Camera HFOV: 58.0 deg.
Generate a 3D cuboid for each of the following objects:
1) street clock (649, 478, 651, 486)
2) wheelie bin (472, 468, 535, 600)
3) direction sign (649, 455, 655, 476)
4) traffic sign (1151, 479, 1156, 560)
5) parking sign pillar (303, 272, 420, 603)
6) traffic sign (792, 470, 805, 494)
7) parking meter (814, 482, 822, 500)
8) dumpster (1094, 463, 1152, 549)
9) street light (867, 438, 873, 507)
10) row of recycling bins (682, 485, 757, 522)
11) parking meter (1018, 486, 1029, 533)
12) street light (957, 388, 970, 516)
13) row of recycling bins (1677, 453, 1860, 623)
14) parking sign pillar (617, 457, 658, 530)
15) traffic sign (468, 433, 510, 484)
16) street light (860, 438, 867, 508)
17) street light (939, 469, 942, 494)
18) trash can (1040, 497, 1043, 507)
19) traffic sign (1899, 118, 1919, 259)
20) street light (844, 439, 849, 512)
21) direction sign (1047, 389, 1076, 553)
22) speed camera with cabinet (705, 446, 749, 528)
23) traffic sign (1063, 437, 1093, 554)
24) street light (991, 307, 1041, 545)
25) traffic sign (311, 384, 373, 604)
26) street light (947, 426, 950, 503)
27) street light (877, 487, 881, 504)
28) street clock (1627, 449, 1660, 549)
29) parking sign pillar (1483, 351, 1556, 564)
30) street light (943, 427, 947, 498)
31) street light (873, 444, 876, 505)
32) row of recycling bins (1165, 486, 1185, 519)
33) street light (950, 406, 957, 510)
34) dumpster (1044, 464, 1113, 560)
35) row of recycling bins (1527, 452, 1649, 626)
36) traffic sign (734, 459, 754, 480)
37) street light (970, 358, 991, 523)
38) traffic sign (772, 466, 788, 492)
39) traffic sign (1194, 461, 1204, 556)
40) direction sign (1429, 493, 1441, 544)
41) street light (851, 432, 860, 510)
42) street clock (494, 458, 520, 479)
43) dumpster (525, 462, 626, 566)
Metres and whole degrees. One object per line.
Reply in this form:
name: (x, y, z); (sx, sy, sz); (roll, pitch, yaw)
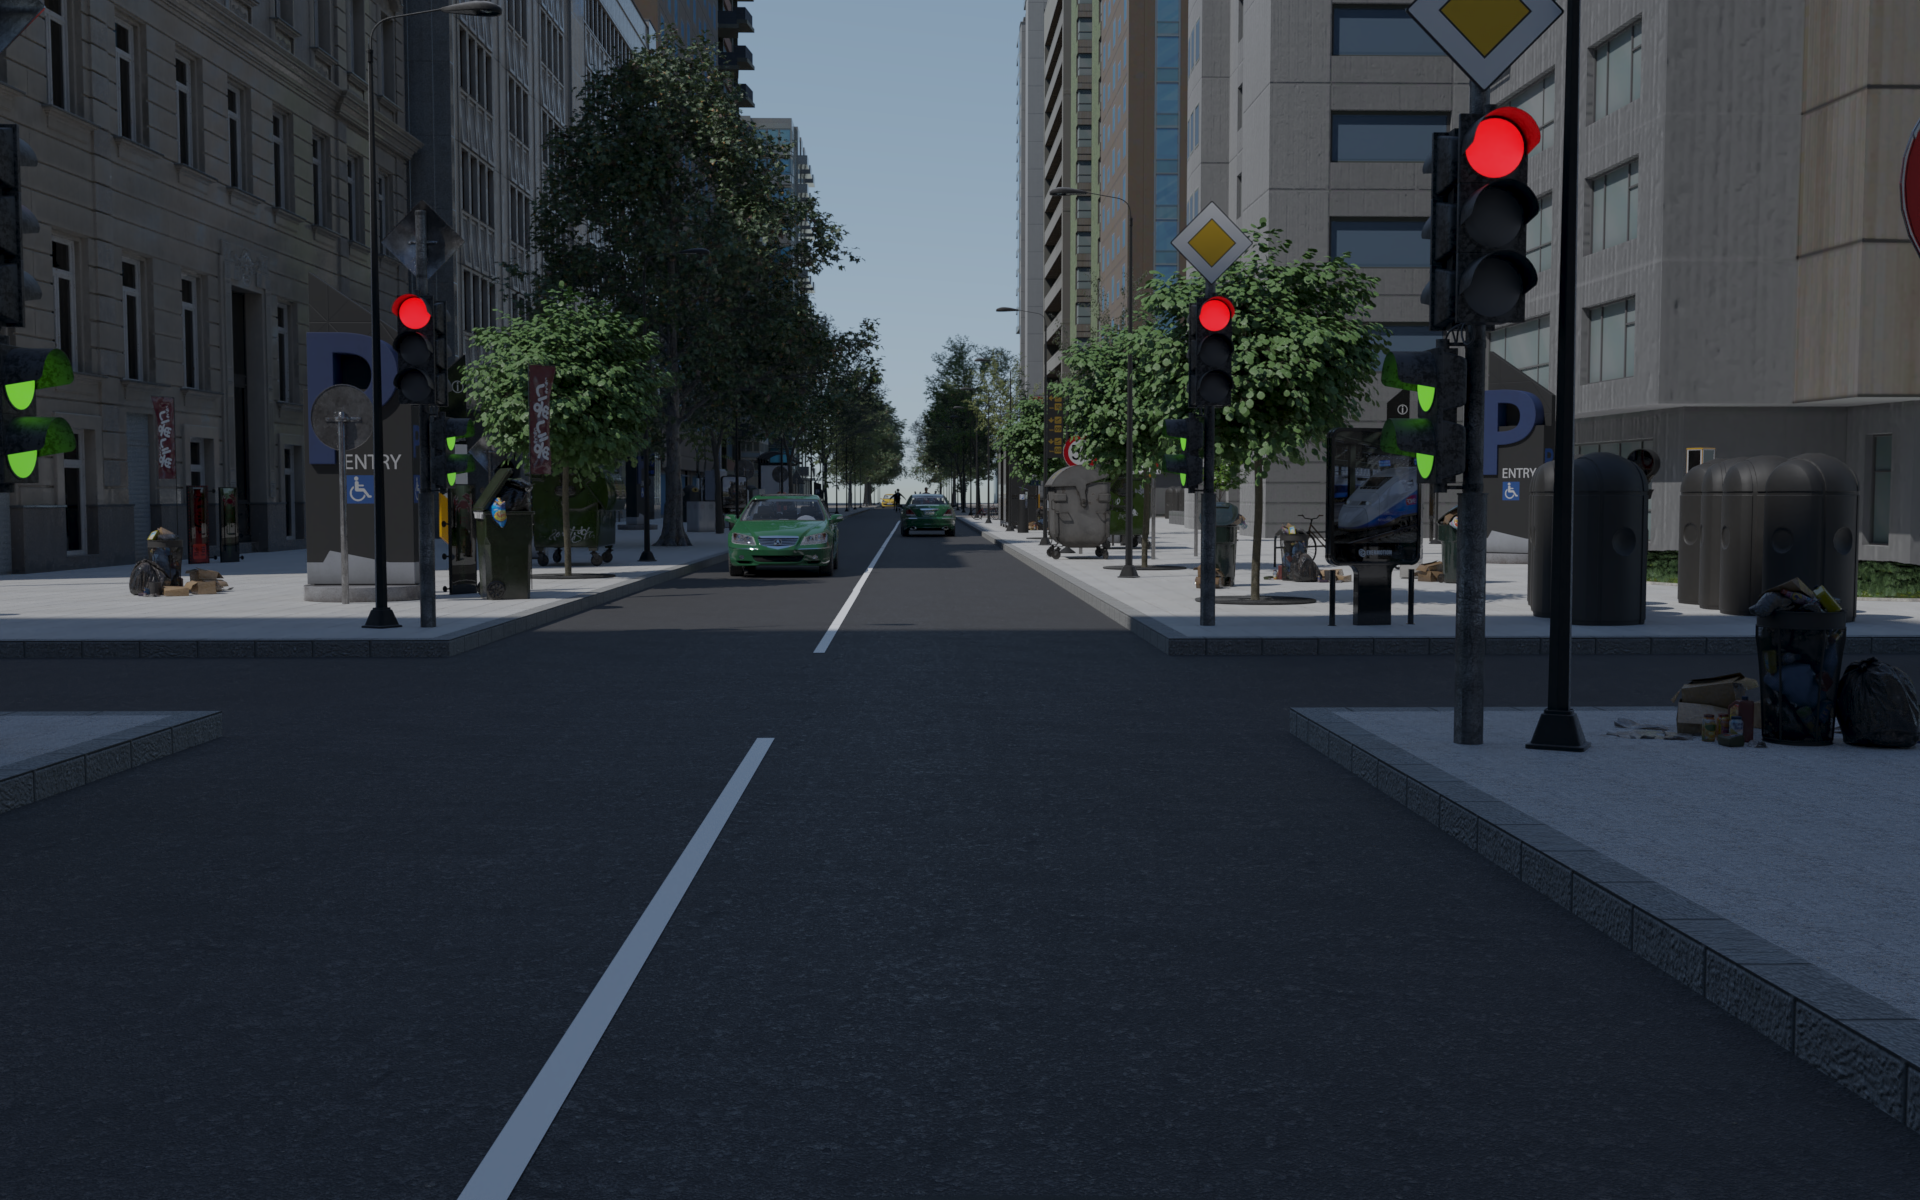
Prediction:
street clock: (-12.307, -3.852, 67.552); (0.471, 2.002, 0.358); (1, 4, 13)
wheelie bin: (-5.583, -0.816, 21.252); (0.693, 1.594, 0.980); (-2, 4, -26)
direction sign: (-13.641, -5.072, 74.928); (0.876, 3.537, 0.379); (-1, 4, -8)
traffic sign: (3.787, -2.064, 33.858); (0.768, 2.556, 0.104); (0, 4, 6)
parking sign pillar: (-7.246, -1.992, 21.038); (1.447, 3.967, 1.447); (0, 4, -1)
traffic sign: (-8.697, -5.634, 92.124); (0.884, 2.594, 0.081); (0, 4, 5)
parking meter: (-6.753, -4.687, 82.344); (0.399, 1.863, 0.255); (0, 4, 1)
dumpster: (3.770, -2.339, 40.730); (1.502, 2.255, 1.985); (0, 4, -1)
street light: (-8.142, -10.433, 143.121); (1.470, 5.913, 1.316); (0, 4, -1)
row of recycling bins: (-10.930, -4.398, 79.026); (3.534, 1.692, 1.069); (-1, 4, -11)
parking meter: (2.083, -2.980, 57.126); (0.372, 1.533, 0.369); (0, 3, 0)
street light: (0.709, -6.305, 75.632); (1.470, 5.913, 1.316); (0, 4, -1)
row of recycling bins: (8.686, -0.717, 18.834); (1.069, 1.692, 3.534); (0, 4, 6)
parking sign pillar: (-11.647, -4.526, 62.471); (1.447, 3.967, 1.447); (1, 4, 9)
traffic sign: (-8.342, -1.808, 30.750); (0.795, 2.450, 0.064); (0, 4, 6)
street light: (-7.765, -9.440, 126.882); (1.470, 5.913, 1.316); (0, 4, -1)
street light: (-0.709, -9.952, 135.261); (1.470, 5.913, 1.316); (0, 4, -1)
trash can: (3.598, -4.107, 78.803); (0.748, 1.137, 0.748); (0, 3, 0)
traffic sign: (3.079, -0.302, 5.038); (0.768, 2.556, 0.104); (0, 4, 3)
street light: (-6.853, -7.391, 93.389); (1.470, 5.913, 1.316); (0, 4, -1)
direction sign: (2.322, -2.782, 37.488); (0.876, 3.537, 0.379); (0, 4, -4)
speed camera with cabinet: (-8.791, -4.344, 65.361); (0.660, 3.252, 2.038); (2, 4, 29)
traffic sign: (2.583, -2.256, 36.990); (0.768, 2.556, 0.104); (0, 4, 4)
street light: (1.590, -4.319, 43.156); (1.470, 5.913, 1.316); (0, 4, -1)
traffic sign: (-7.170, -1.225, 20.135); (0.768, 2.556, 0.104); (0, 4, 3)
street light: (0.104, -7.966, 102.784); (1.470, 5.913, 1.316); (0, 4, -1)
street light: (-8.979, -12.480, 176.595); (1.470, 5.913, 1.316); (0, 4, -1)
street clock: (10.940, -1.420, 27.785); (0.471, 2.002, 0.358); (3, 5, 44)
parking sign pillar: (10.357, -2.675, 32.207); (1.447, 3.967, 1.447); (-3, 5, -42)
street light: (-0.287, -8.959, 119.023); (1.470, 5.913, 1.316); (0, 4, -1)
street light: (-8.630, -11.434, 159.493); (1.470, 5.913, 1.316); (0, 4, -1)
row of recycling bins: (11.490, -4.959, 88.194); (1.069, 1.692, 3.534); (-1, 4, -21)
street light: (0.347, -7.299, 91.872); (1.470, 5.913, 1.316); (0, 4, -1)
dumpster: (2.377, -1.762, 34.573); (1.264, 1.857, 1.865); (0, 4, -1)
row of recycling bins: (6.602, -0.695, 18.477); (1.069, 1.692, 3.534); (1, 4, 13)
traffic sign: (-7.948, -3.894, 63.768); (0.768, 2.556, 0.104); (0, 4, 4)
street light: (1.186, -5.312, 59.395); (1.470, 5.913, 1.316); (0, 4, -1)
traffic sign: (-8.159, -4.797, 78.545); (0.768, 2.556, 0.104); (1, 4, 8)
traffic sign: (4.853, -2.167, 35.544); (0.768, 2.556, 0.104); (0, 4, 2)
direction sign: (12.228, -3.202, 44.354); (0.379, 3.537, 0.876); (1, 4, 12)
street light: (-7.313, -8.422, 110.234); (1.470, 5.913, 1.316); (0, 4, -1)
street clock: (-9.168, -1.868, 35.110); (0.471, 2.002, 0.358); (1, 4, 16)
dumpster: (-6.970, -1.770, 31.437); (1.502, 2.255, 1.985); (0, 4, -1)
